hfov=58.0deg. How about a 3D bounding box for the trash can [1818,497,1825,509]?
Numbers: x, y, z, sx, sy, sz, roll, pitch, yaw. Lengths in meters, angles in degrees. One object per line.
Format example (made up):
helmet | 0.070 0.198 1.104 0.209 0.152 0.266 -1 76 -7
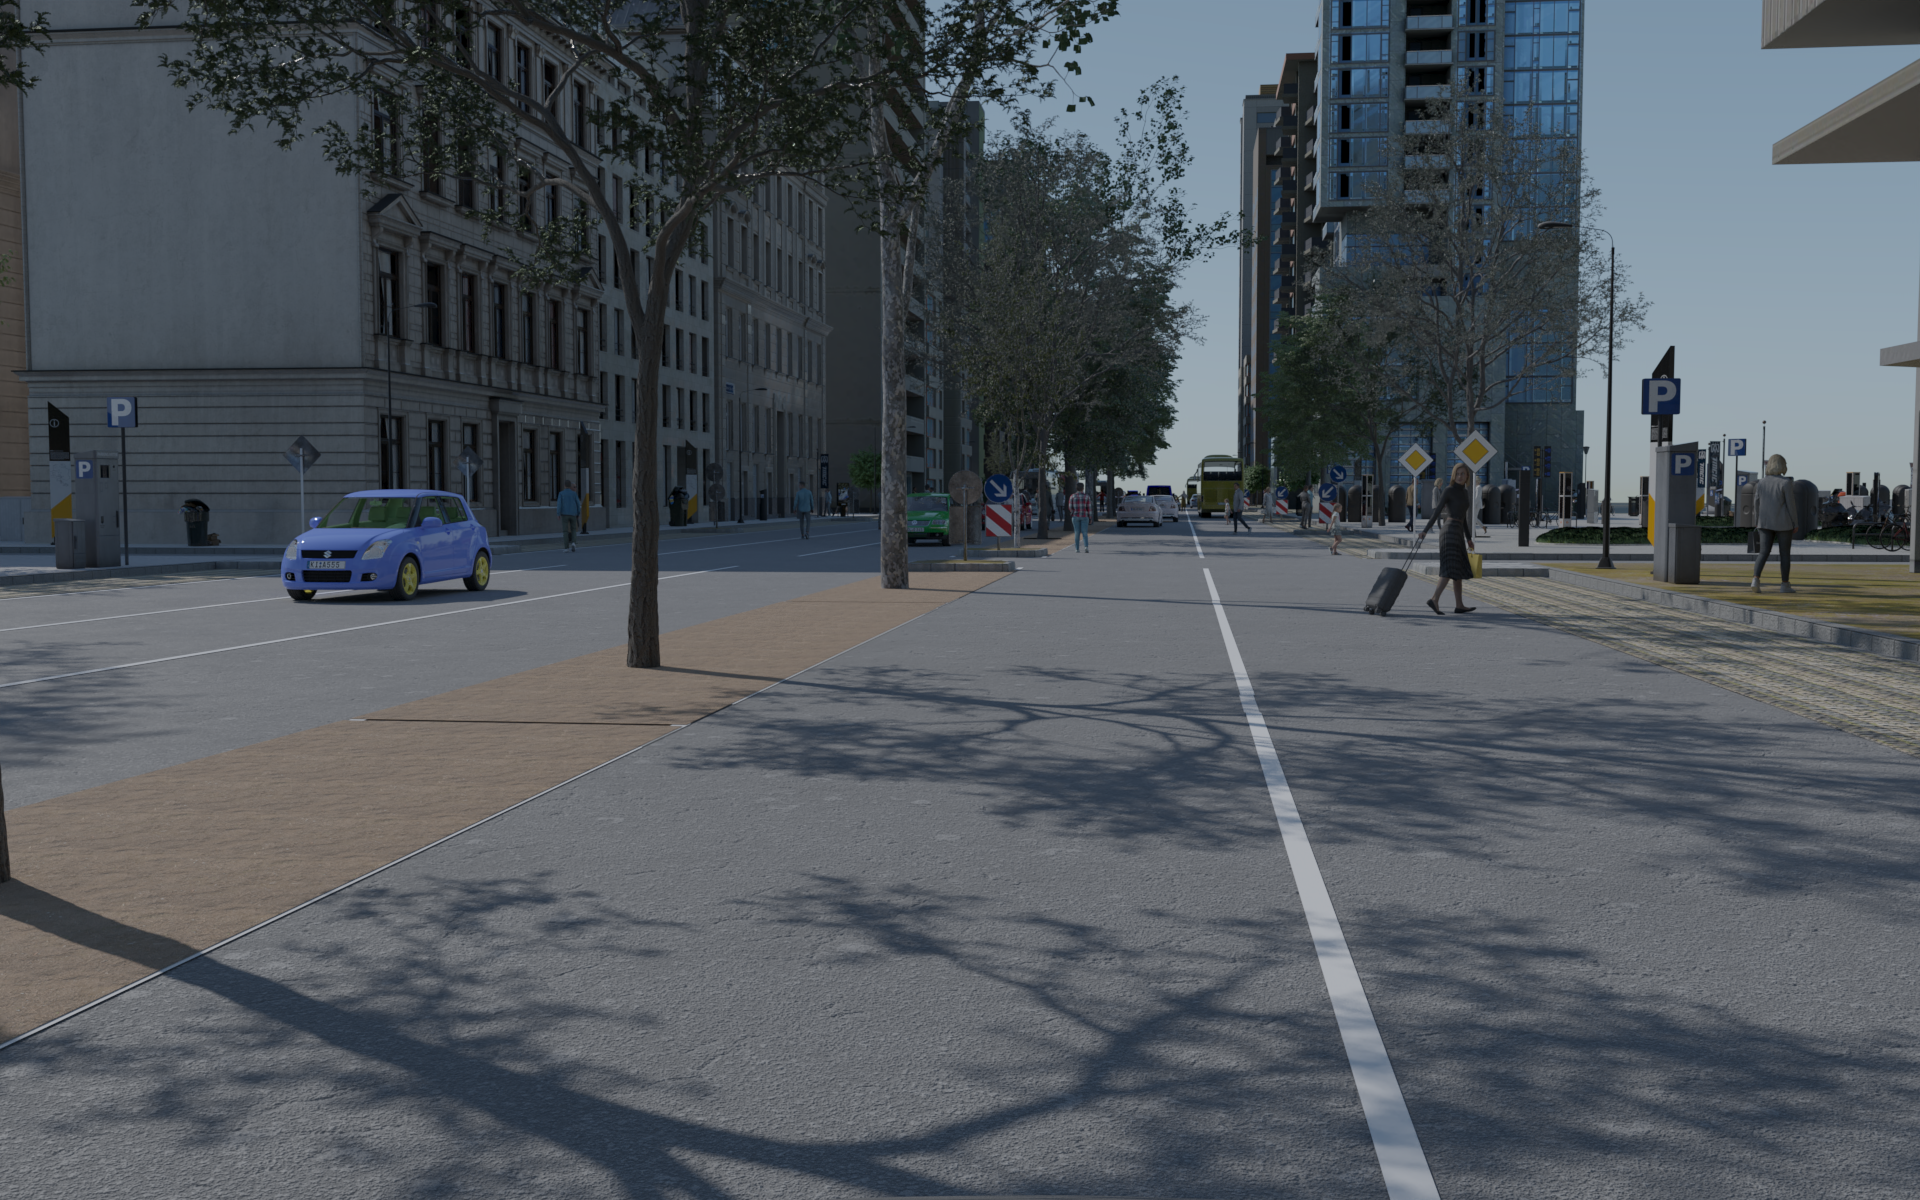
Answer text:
trash can | 41.222 -4.388 83.392 0.748 1.137 0.748 0 3 0

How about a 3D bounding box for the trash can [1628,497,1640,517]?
trash can | 38.550 -5.347 99.069 0.748 1.137 0.748 0 3 0

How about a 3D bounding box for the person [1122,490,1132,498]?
person | 16.769 -10.066 173.087 1.348 1.822 0.705 -1 4 -21

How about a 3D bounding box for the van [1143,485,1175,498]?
van | 13.779 -7.072 120.016 2.240 2.365 5.245 0 4 6

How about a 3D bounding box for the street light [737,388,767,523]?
street light | -9.095 -6.316 75.806 1.470 5.913 1.316 0 4 7

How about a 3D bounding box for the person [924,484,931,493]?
person | -1.138 -3.362 63.656 0.511 1.800 0.466 1 4 18

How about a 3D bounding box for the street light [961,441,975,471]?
street light | 0.660 -10.971 151.916 1.470 5.913 1.316 0 4 7

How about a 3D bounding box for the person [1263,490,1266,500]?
person | 28.812 -9.586 163.687 0.541 1.710 0.530 1 4 14

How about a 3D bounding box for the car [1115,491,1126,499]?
car | 17.181 -10.949 187.682 2.281 1.827 5.304 0 4 8

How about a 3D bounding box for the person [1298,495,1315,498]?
person | 24.161 -7.027 121.011 1.350 1.814 0.705 0 4 2

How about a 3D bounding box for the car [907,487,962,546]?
car | -0.875 -2.460 49.011 1.959 1.807 4.718 1 4 9

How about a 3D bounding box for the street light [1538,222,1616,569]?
street light | 10.549 -3.491 29.626 1.470 5.913 1.316 0 4 7

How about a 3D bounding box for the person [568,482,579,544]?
person | -11.093 -2.467 49.326 0.515 1.767 0.782 0 4 -1

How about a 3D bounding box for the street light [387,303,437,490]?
street light | -13.375 -4.261 42.212 1.470 5.913 1.316 0 4 7

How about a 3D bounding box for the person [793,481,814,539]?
person | -4.973 -2.850 54.964 0.638 1.841 0.748 0 4 2

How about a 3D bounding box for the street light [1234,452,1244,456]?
street light | 30.979 -13.263 189.384 1.470 5.913 1.316 0 4 7

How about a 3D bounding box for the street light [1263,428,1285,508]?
street light | 22.210 -9.099 121.307 1.470 5.913 1.316 0 4 7

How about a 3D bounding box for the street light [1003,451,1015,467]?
street light | 5.060 -13.056 186.005 1.470 5.913 1.316 0 4 7

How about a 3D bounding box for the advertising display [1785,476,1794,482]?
advertising display | 29.966 -3.548 63.222 0.123 1.923 0.974 -2 4 -25

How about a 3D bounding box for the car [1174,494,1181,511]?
car | 17.867 -8.415 147.375 2.009 1.686 4.222 1 4 9

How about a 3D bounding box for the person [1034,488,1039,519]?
person | 4.510 -5.463 98.160 0.623 1.781 0.721 0 4 3

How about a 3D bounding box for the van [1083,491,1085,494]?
van | 12.140 -10.477 178.316 2.013 2.044 4.112 0 4 6

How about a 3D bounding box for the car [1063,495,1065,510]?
car | 10.016 -8.820 156.566 2.083 1.381 4.827 0 4 7

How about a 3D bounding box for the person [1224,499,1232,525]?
person | 12.430 -4.077 80.173 0.382 1.210 0.505 0 4 7

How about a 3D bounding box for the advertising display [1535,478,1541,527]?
advertising display | 22.798 -3.859 68.311 0.123 1.923 0.974 1 4 14

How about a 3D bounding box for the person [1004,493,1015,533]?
person | 1.880 -3.197 63.369 0.523 1.515 0.503 2 4 31

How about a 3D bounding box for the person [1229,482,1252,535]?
person | 9.921 -3.237 61.279 0.795 1.843 0.661 0 4 -7

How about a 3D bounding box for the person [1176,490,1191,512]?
person | 18.106 -8.020 140.361 1.217 1.736 0.721 0 4 -3

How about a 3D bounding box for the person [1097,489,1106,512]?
person | 11.378 -7.987 139.055 1.348 1.831 0.705 -2 4 -28

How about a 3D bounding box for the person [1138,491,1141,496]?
person | 21.157 -11.933 204.047 0.683 1.767 0.568 3 4 37

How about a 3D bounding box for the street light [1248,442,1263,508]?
street light | 26.582 -11.172 155.204 1.470 5.913 1.316 0 4 7

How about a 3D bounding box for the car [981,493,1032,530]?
car | 1.873 -3.705 69.611 2.155 1.783 4.494 0 4 8

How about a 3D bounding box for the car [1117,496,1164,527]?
car | 7.903 -3.895 76.053 2.083 1.381 4.827 1 4 9

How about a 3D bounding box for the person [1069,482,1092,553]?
person | 2.941 -2.019 42.349 0.563 1.720 0.643 0 4 7

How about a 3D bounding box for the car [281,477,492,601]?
car | -8.056 -0.909 24.451 1.945 1.707 3.694 0 4 8

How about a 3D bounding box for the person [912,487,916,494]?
person | -3.331 -7.454 128.008 0.705 1.812 1.348 1 4 12

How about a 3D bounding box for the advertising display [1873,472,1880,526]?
advertising display | 27.063 -2.810 51.165 0.123 1.923 0.974 2 4 30

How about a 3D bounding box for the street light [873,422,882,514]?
street light | -4.833 -8.376 109.491 1.470 5.913 1.316 0 4 7

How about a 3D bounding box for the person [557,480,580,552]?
person | -9.621 -2.064 42.590 0.601 1.785 0.444 -1 4 -22

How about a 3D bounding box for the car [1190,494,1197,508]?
car | 23.936 -9.876 173.476 2.014 1.417 4.499 0 4 8

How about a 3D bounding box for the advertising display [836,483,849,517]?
advertising display | -6.556 -5.616 97.029 0.123 1.923 0.974 3 4 37

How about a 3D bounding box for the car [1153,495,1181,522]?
car | 10.385 -4.734 89.760 2.083 1.381 4.827 0 4 7

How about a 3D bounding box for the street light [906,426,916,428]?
street light | -3.695 -8.917 118.331 1.470 5.913 1.316 0 4 7

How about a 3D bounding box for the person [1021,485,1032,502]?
person | 2.973 -4.274 78.350 0.622 1.834 0.822 1 4 23

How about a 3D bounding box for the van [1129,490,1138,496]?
van | 26.763 -16.143 268.323 2.240 2.365 5.245 0 4 6

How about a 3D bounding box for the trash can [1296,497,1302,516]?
trash can | 19.909 -5.470 101.084 0.748 1.137 0.748 0 3 0

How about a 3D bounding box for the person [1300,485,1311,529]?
person | 14.106 -3.772 70.450 0.520 1.790 0.573 3 5 40
